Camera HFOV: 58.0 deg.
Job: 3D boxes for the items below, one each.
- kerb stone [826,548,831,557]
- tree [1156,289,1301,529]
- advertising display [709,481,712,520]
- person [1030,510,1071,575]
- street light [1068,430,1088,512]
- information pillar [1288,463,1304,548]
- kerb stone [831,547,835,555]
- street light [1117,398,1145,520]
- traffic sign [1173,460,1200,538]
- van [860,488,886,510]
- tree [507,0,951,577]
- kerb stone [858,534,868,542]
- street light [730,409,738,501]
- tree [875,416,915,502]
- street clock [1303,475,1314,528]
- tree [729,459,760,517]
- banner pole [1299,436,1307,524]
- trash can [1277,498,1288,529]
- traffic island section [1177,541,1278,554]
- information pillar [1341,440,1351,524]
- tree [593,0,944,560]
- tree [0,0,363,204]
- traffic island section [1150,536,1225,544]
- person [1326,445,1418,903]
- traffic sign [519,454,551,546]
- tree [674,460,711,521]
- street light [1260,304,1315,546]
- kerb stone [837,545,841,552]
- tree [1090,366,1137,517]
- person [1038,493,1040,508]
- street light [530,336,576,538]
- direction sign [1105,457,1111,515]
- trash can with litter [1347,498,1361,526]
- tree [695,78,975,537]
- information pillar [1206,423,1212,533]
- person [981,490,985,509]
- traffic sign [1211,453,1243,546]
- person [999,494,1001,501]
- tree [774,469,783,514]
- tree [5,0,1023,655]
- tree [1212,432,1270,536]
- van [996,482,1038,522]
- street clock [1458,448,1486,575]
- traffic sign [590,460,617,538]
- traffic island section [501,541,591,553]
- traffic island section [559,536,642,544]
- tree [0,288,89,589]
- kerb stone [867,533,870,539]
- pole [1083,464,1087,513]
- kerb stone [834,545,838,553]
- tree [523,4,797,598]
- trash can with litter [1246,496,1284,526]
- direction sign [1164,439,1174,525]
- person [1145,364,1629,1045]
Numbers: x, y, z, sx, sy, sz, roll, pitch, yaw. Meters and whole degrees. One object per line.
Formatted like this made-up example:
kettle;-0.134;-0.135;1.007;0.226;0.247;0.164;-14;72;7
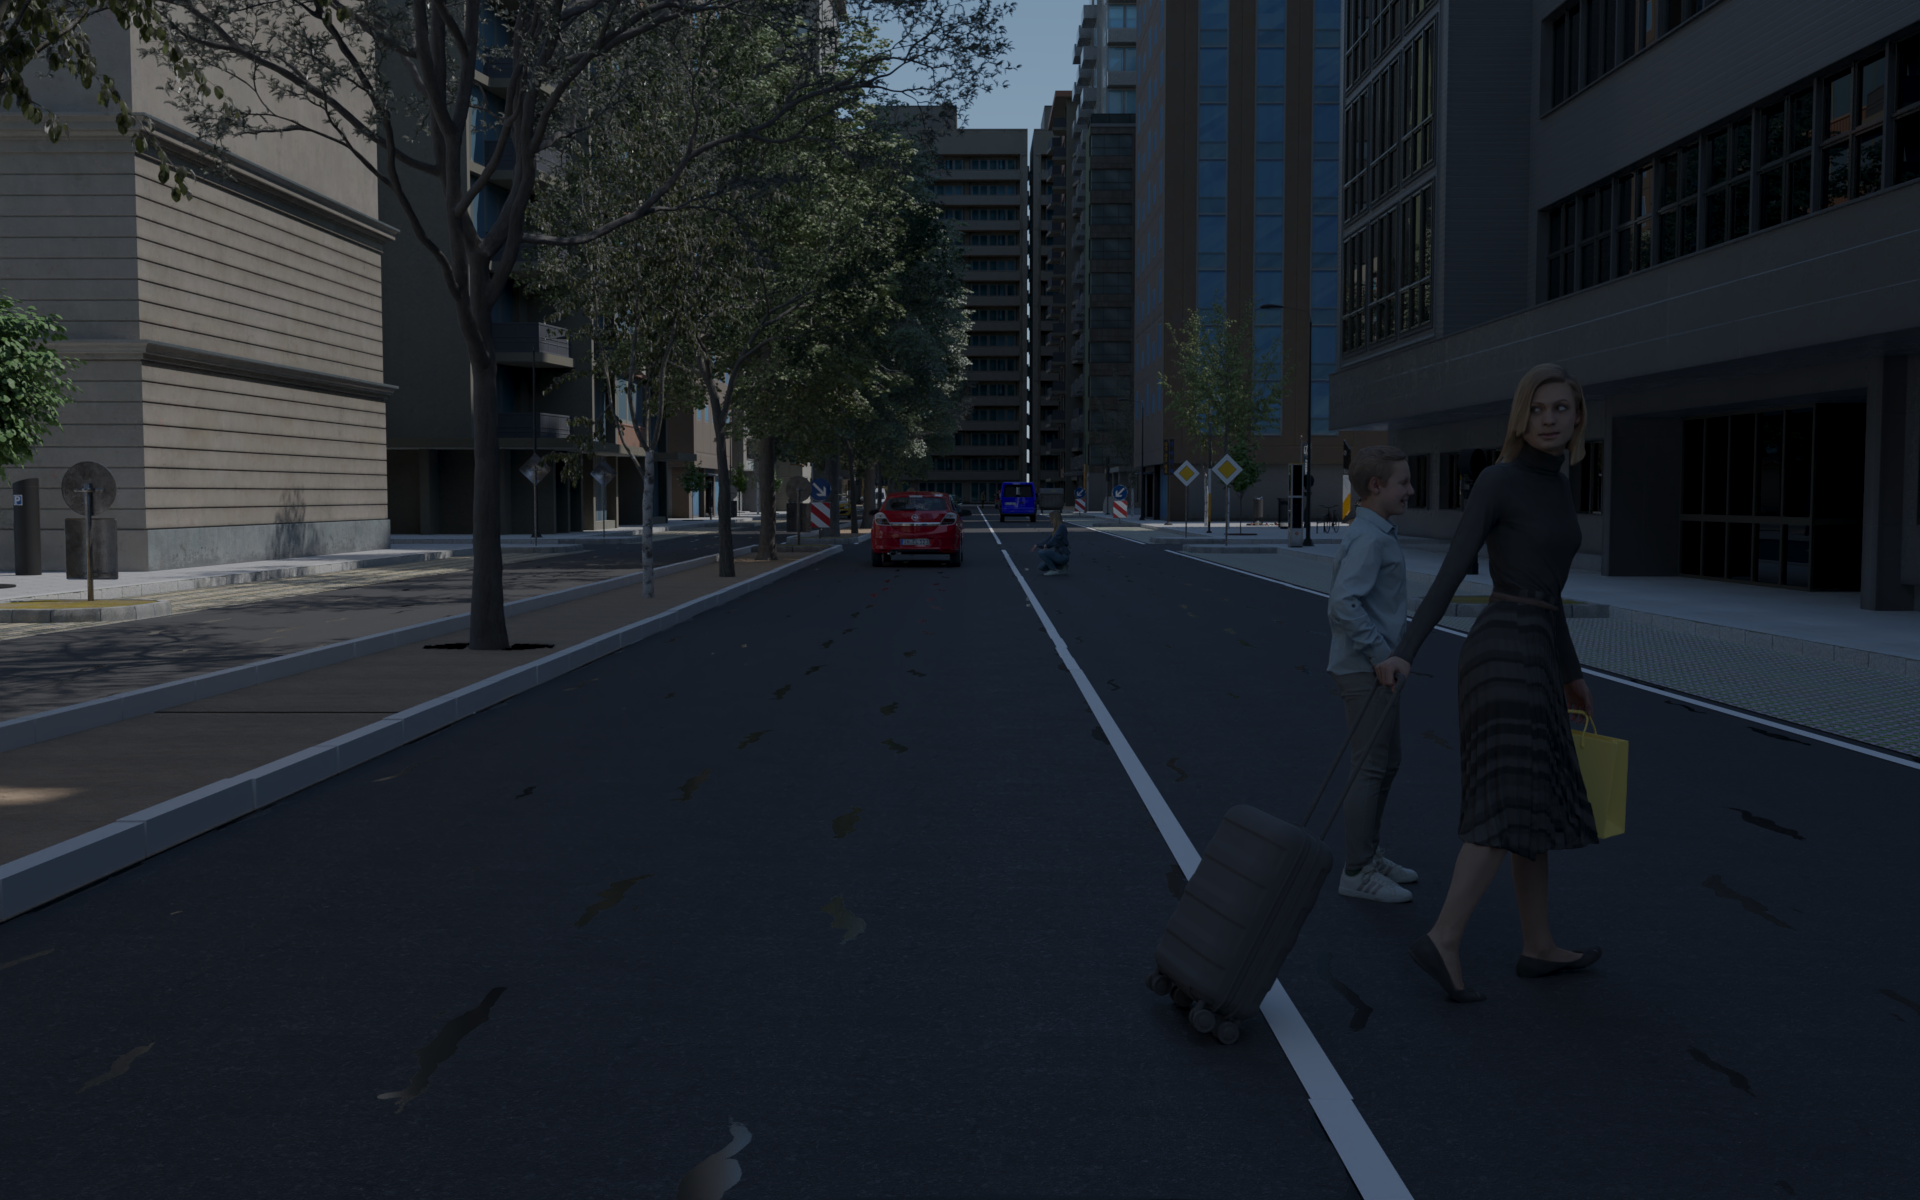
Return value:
kerb stone;-3.066;-1.030;39.090;0.120;0.150;1.000;0;4;0
tree;9.999;-6.884;62.922;4.737;8.622;4.395;0;3;0
advertising display;-12.520;-5.003;87.010;0.123;1.923;0.974;0;4;-6
person;1.594;-1.015;30.600;0.738;1.151;1.012;0;4;4
street light;8.552;-9.365;125.664;1.470;5.913;1.316;0;4;0
information pillar;8.054;-2.266;41.548;0.304;2.012;0.304;0;4;-3
kerb stone;-3.060;-1.096;40.120;0.120;0.150;1.000;0;4;0
street light;8.337;-6.834;84.273;1.470;5.913;1.316;0;4;0
traffic sign;6.629;-2.881;50.747;0.795;2.450;0.064;0;4;0
van;-5.854;-6.889;119.644;2.013;2.044;4.112;0;4;-1
tree;-3.981;-5.686;29.832;8.767;10.594;7.601;0;4;0
kerb stone;-2.976;-1.881;52.953;0.120;0.150;1.000;0;4;0
street light;-11.730;-7.342;92.582;1.470;5.913;1.316;0;4;0
tree;-3.936;-7.781;80.032;4.737;8.622;4.395;0;3;0
street clock;13.105;-3.715;65.306;0.358;2.002;0.471;-2;4;-33
tree;-12.210;-6.202;95.998;1.663;3.219;1.824;0;3;0
banner pole;14.766;-5.154;74.284;0.863;3.779;0.401;-2;4;-34
trash can;11.989;-3.176;63.586;0.748;1.137;0.748;0;3;0
traffic island section;6.606;-1.257;42.839;2.009;0.180;2.903;0;4;0
information pillar;16.731;-5.113;74.945;0.183;3.616;0.504;-1;4;-20
tree;-4.256;-7.145;37.402;7.486;12.596;7.792;0;3;0
tree;-4.291;-3.331;7.285;4.360;8.622;3.978;0;3;0
traffic island section;6.653;-1.746;50.824;2.009;0.180;2.903;0;4;0
person;1.474;0.253;6.171;0.330;1.601;0.589;2;4;27
traffic sign;-10.511;-2.400;42.882;0.795;2.450;0.064;0;4;0
tree;-12.801;-5.410;83.058;1.663;3.219;1.824;0;3;0
street light;8.011;-4.273;42.401;1.470;5.913;1.316;0;4;0
kerb stone;-3.045;-1.213;42.168;0.120;0.150;1.000;0;4;0
tree;9.619;-9.070;98.663;4.360;8.622;3.978;0;3;0
person;7.531;-9.378;161.823;0.705;1.826;1.348;-2;4;-35
street light;-11.939;-4.790;50.860;1.470;5.913;1.316;0;4;0
direction sign;9.153;-7.046;107.196;0.379;3.537;0.876;1;4;18
trash can with litter;16.055;-3.583;69.967;0.624;1.170;1.055;-2;4;-29
tree;-4.088;-8.867;54.089;9.857;13.997;8.962;0;3;0
information pillar;8.187;-4.003;56.802;0.183;3.616;0.504;0;4;7
person;2.270;-9.814;169.055;0.705;1.812;1.348;0;4;-3
traffic sign;6.582;-2.393;42.762;0.795;2.450;0.064;0;4;0
person;2.801;-6.285;112.104;0.563;1.720;0.643;-1;4;-18
tree;-12.188;-7.226;112.751;1.663;3.219;1.824;0;3;0
tree;-4.311;-6.274;15.406;12.009;13.543;11.850;0;3;0
tree;8.634;-3.634;54.016;1.663;3.219;1.824;0;3;0
van;3.004;-5.253;90.268;2.240;2.365;5.245;0;4;1
street clock;8.133;-1.405;27.547;0.471;2.002;0.358;-3;5;-42
traffic sign;-10.464;-2.888;50.867;0.795;2.450;0.064;0;4;0
traffic island section;-10.535;-1.264;42.944;2.009;0.180;2.903;0;4;0
traffic island section;-10.488;-1.752;50.929;2.009;0.180;2.903;0;4;0
tree;-13.579;-2.431;23.465;4.285;4.588;4.351;0;3;0
kerb stone;-2.973;-1.941;53.981;0.120;0.150;1.000;0;4;0
pole;8.569;-7.628;118.560;0.158;3.312;0.155;0;3;0
kerb stone;-3.049;-1.154;41.142;0.120;0.150;1.000;0;4;0
tree;-4.306;-4.343;23.824;4.360;8.622;3.978;0;3;0
trash can with litter;12.473;-3.632;70.448;2.233;1.210;1.678;-3;4;-38
direction sign;8.597;-4.855;71.379;0.379;3.537;0.876;-1;4;-20
person;1.268;0.232;4.920;1.509;1.804;0.699;-1;4;-12
